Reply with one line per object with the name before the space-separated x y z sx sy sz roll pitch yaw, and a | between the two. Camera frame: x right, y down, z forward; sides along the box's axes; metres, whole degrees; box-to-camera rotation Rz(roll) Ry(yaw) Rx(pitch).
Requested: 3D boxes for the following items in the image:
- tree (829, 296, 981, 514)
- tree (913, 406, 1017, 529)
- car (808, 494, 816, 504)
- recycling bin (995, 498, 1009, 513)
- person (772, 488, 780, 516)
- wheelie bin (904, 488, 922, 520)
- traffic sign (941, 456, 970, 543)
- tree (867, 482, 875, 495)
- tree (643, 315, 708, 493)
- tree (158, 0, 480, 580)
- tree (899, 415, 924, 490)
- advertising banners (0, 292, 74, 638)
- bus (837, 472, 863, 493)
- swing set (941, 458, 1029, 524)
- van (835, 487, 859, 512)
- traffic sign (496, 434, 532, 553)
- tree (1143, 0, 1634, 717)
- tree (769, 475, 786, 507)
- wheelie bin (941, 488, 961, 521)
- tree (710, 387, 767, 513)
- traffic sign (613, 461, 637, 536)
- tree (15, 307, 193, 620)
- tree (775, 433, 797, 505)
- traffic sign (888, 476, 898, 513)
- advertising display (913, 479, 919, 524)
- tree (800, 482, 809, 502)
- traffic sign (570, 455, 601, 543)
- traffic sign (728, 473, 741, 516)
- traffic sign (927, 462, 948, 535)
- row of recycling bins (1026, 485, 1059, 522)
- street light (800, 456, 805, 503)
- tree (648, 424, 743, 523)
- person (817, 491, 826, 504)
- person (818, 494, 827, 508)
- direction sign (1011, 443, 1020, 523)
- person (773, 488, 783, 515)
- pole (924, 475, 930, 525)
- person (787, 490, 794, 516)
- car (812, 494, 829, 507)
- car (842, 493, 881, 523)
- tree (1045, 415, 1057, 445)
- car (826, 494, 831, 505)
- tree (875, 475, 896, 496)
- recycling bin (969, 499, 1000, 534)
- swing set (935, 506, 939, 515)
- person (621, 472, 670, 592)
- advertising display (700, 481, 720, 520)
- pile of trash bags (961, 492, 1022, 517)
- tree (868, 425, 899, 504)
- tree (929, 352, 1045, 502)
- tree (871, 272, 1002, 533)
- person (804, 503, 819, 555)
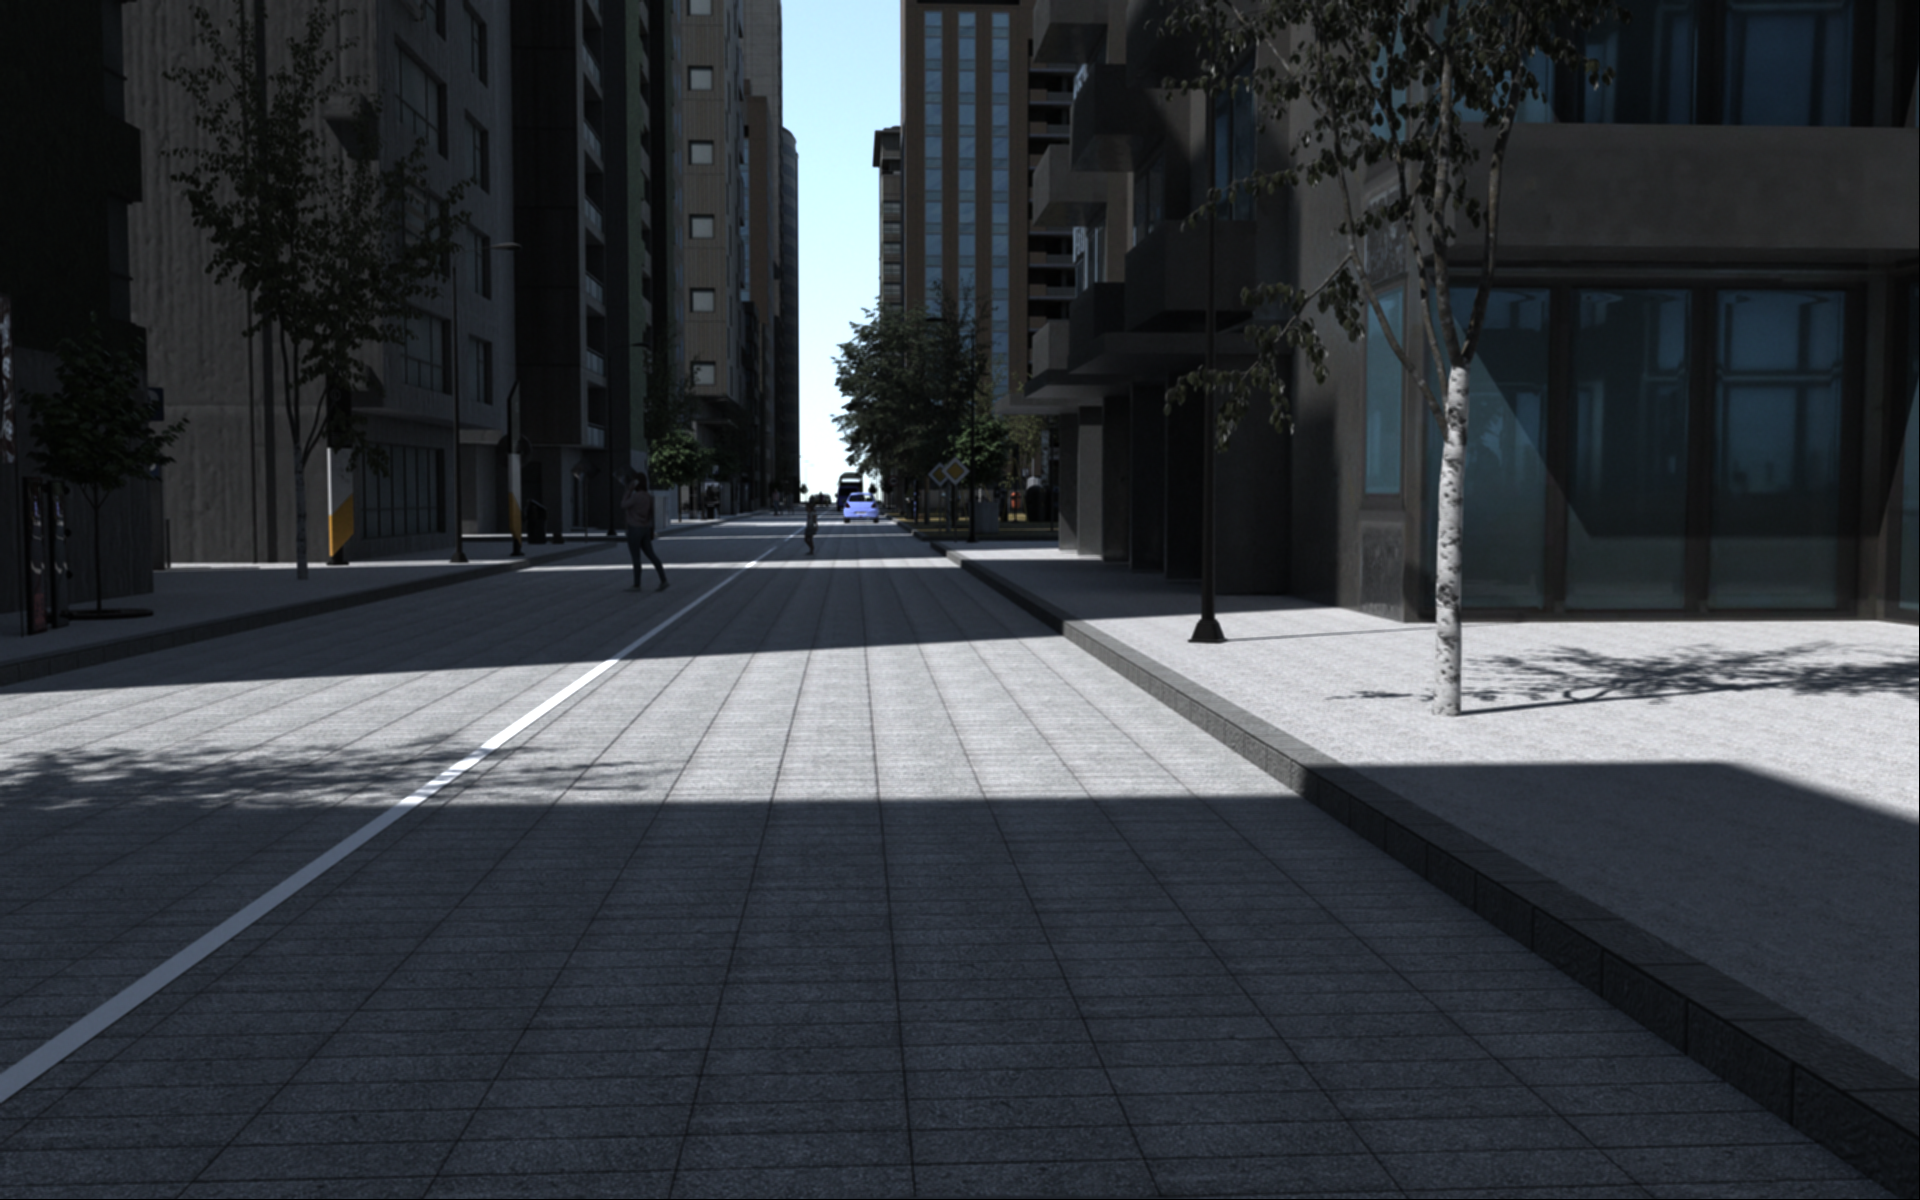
tree | -3.730 -12.578 112.298 9.857 13.997 8.962 0 3 0
tree | -0.180 -5.180 68.404 4.285 4.588 4.351 0 3 0
car | -18.964 -13.214 228.054 2.014 1.417 4.499 0 4 -2
recycling bin | 2.763 -6.230 114.411 0.722 1.027 0.722 2 4 26
person | -11.918 -6.332 112.030 0.555 1.821 0.388 -3 4 -39
wheelie bin | -2.367 -4.851 87.221 0.980 1.594 0.693 2 4 34
traffic sign | -0.123 -2.573 45.716 0.795 2.450 0.064 0 4 -4
tree | -13.812 -17.115 274.437 1.663 3.219 1.824 0 3 0
tree | -12.453 -7.323 70.088 4.737 8.622 4.395 0 3 0
tree | -9.659 -4.610 25.735 4.737 8.622 4.395 0 3 0
tree | -1.173 -10.534 122.593 4.737 8.622 4.395 0 3 0
advertising banners | -8.506 -1.205 15.898 0.090 3.025 2.074 -1 4 -13
bus | -12.394 -12.512 196.124 2.896 3.916 12.252 0 4 -5
swing set | 1.205 -4.745 75.199 3.119 2.851 2.862 -1 4 -22
van | -9.208 -8.479 143.021 2.240 2.365 5.245 0 4 -4
traffic sign | -9.301 -2.202 36.117 0.768 2.556 0.104 0 4 6
tree | 2.775 -3.650 10.033 4.360 8.622 3.978 0 3 0
tree | -18.592 -11.179 177.370 1.663 3.219 1.824 0 3 0
wheelie bin | -0.443 -4.660 84.101 0.980 1.594 0.693 0 4 -6
tree | -15.297 -10.330 119.264 4.360 8.622 3.978 0 3 0
traffic sign | -10.246 -3.025 53.108 0.795 2.450 0.064 0 4 -4
tree | -8.909 -1.439 18.122 1.663 3.219 1.824 0 3 0
tree | -20.943 -15.520 204.111 4.360 8.622 3.978 0 3 0
traffic sign | -4.592 -7.278 119.093 0.768 2.556 0.104 0 4 -3
advertising display | -1.881 -4.206 73.986 0.123 1.923 0.974 0 4 -7
tree | -23.880 -16.575 265.608 1.663 3.219 1.824 0 3 0
traffic sign | -9.750 -2.538 45.138 0.795 2.450 0.064 0 4 -4
traffic sign | -13.491 -6.330 103.606 0.768 2.556 0.104 0 4 2
traffic sign | -0.619 -3.061 53.685 0.795 2.450 0.064 0 4 -4
row of recycling bins | 4.761 -4.494 80.591 3.534 1.692 1.069 -1 4 -18
street light | -20.022 -14.666 212.329 1.470 5.913 1.316 0 4 -4
tree | -12.724 -5.771 78.068 4.285 4.588 4.351 0 3 0
person | -15.203 -11.054 190.018 1.217 1.735 0.721 2 4 32
person | -14.185 -10.208 178.622 0.991 1.433 0.599 -1 4 -20
direction sign | 2.499 -5.249 77.818 0.379 3.537 0.876 -1 4 -16
person | -12.569 -6.776 119.156 0.748 1.841 0.638 3 5 41
pole | -1.388 -4.830 72.815 0.158 3.312 0.155 0 3 0
person | -11.245 -6.462 114.910 0.466 1.731 0.760 1 4 10
car | -16.076 -11.603 199.928 2.015 1.641 3.980 0 4 -3
car | -4.897 -4.686 86.211 1.945 1.707 3.694 0 4 -2
tree | 3.856 -9.150 99.969 4.737 8.622 4.395 0 3 0
car | -18.581 -13.983 237.424 1.959 1.807 4.718 0 4 -3
tree | -6.642 -10.012 158.291 1.663 3.219 1.824 0 3 0
recycling bin | 0.769 -2.645 55.801 0.722 1.027 0.722 -2 4 -35
swing set | 0.389 -6.532 104.421 2.862 2.851 3.119 -2 4 -24
person | -4.620 -1.000 25.440 0.643 1.750 0.593 1 4 19
advertising display | -12.564 -5.012 87.154 0.974 1.923 0.123 -1 4 -15
pile of trash bags | 1.887 -5.315 96.649 3.447 1.369 1.912 -2 4 -28
tree | -3.566 -10.944 129.302 4.737 8.622 4.395 0 3 0
tree | 1.257 -8.465 88.762 4.737 8.622 4.395 0 3 0
tree | -0.528 -6.551 57.475 4.360 8.622 3.978 0 3 0
person | -3.466 -1.677 40.929 0.382 1.210 0.505 -3 4 -36
